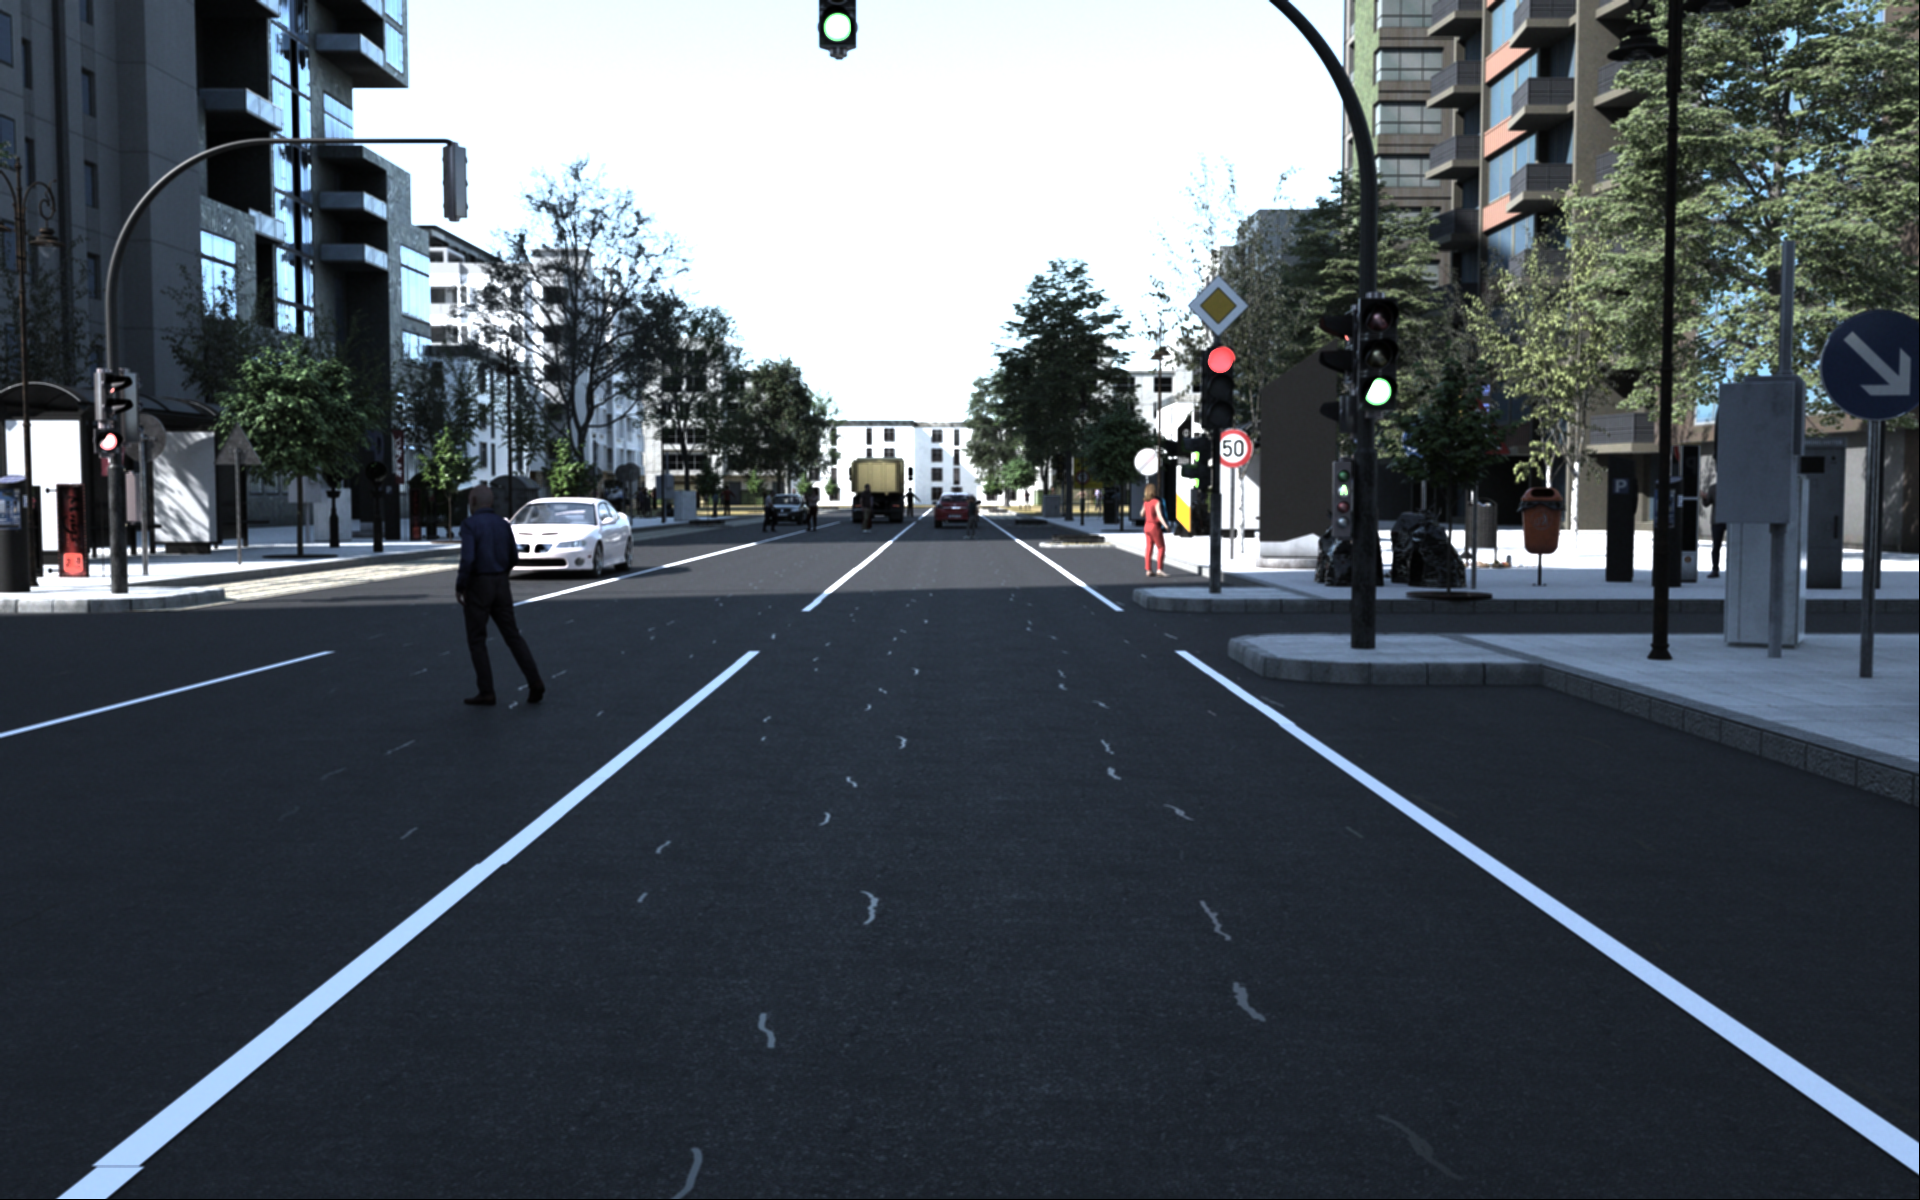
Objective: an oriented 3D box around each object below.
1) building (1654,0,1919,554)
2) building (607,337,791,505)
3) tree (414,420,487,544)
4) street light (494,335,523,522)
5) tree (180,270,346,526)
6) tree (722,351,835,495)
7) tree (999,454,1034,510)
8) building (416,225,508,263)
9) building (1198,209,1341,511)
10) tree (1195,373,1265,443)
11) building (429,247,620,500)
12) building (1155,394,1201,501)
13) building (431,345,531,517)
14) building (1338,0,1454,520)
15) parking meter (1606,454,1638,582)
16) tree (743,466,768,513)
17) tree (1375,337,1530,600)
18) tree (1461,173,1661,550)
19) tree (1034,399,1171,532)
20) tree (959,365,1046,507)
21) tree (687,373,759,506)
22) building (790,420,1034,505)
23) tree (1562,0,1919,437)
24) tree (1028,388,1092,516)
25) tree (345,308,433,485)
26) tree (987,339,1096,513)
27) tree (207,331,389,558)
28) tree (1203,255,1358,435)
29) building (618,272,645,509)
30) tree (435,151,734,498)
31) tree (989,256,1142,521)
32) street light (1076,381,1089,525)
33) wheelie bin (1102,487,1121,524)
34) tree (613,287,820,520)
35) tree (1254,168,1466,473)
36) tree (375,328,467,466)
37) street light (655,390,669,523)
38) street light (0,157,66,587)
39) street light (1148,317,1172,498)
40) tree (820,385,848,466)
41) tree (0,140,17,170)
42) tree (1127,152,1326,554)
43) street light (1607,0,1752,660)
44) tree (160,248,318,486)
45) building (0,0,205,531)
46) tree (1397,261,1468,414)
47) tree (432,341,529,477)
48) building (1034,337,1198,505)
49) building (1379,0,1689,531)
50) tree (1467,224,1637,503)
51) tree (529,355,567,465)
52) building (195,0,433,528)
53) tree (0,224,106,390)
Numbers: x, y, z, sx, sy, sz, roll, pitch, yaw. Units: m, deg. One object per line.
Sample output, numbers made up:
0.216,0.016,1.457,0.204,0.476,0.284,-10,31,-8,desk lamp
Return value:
27.248,-23.979,42.173,14.200,45.320,14.600,0,4,0,building
-35.240,-20.590,203.106,31.486,18.905,16.747,0,4,0,building
-13.449,-3.095,45.205,1.663,3.219,1.824,0,3,0,tree
-13.160,-4.758,50.580,0.468,5.910,1.993,0,4,0,street light
-23.738,-6.577,57.894,4.737,8.622,4.395,0,3,0,tree
-14.588,-13.572,138.914,9.611,12.733,9.660,0,3,0,tree
4.856,-9.649,141.468,4.285,4.588,4.351,0,3,0,tree
-56.069,-18.445,145.544,32.646,21.610,27.936,0,4,0,building
26.796,-15.268,116.096,16.747,18.905,31.486,0,4,0,building
15.211,-8.790,94.073,4.737,8.622,4.395,0,3,0,tree
-35.203,-16.804,131.169,16.016,20.091,11.380,0,4,0,building
22.648,-12.476,146.129,9.099,9.664,28.070,0,4,0,building
-32.219,-10.377,111.817,9.099,9.664,28.070,0,4,0,building
27.052,-24.855,89.979,14.154,41.232,14.086,0,4,0,building
9.689,-1.201,25.343,0.399,1.863,0.255,2,4,28,parking meter
-13.973,-7.567,118.327,1.663,3.219,1.824,0,3,0,tree
6.058,-1.644,21.483,1.663,3.219,1.824,0,3,0,tree
14.058,-5.481,39.974,4.737,8.622,4.395,0,3,0,tree
5.492,-4.639,59.568,4.285,4.588,4.351,0,3,0,tree
4.466,-15.962,167.633,9.857,13.997,8.962,0,3,0,tree
-13.874,-9.089,98.964,4.737,8.622,4.395,0,3,0,tree
-5.356,-15.812,200.668,28.070,9.664,9.099,0,4,0,building
15.046,-6.978,32.221,7.486,12.596,7.792,0,3,0,tree
5.823,-9.283,102.140,4.737,8.622,4.395,0,3,0,tree
-23.998,-7.181,67.770,4.737,8.622,4.395,0,3,0,tree
5.678,-11.676,116.651,9.928,11.665,9.643,0,3,0,tree
-13.354,-3.138,35.016,4.285,4.588,4.351,0,3,0,tree
14.384,-9.049,73.710,9.928,11.665,9.643,0,3,0,tree
-34.086,-18.008,150.849,11.380,20.091,16.016,0,4,0,building
-13.881,-9.332,62.941,12.009,13.543,11.850,0,3,0,tree
4.848,-10.114,83.484,7.486,12.596,7.792,0,3,0,tree
5.032,-6.013,71.101,0.468,5.910,1.993,0,4,0,street light
6.557,-4.089,74.757,0.980,1.594,0.693,1,4,19,wheelie bin
-13.923,-9.882,87.321,9.928,11.665,9.643,0,3,0,tree
13.879,-8.754,61.248,7.486,12.596,7.792,0,3,0,tree
-23.524,-7.683,75.985,4.360,8.622,3.978,0,3,0,tree
-13.199,-6.363,76.830,0.468,5.910,1.993,0,4,0,street light
-12.905,-3.127,23.907,0.468,5.910,1.993,0,4,0,street light
5.166,-4.408,44.851,0.468,5.910,1.993,0,4,0,street light
-14.364,-14.549,163.631,9.928,11.665,9.643,0,3,0,tree
-22.173,-6.543,32.738,9.928,11.665,9.643,0,3,0,tree
5.896,-5.294,36.917,4.360,8.622,3.978,0,3,0,tree
5.448,-2.478,13.305,0.468,5.910,1.993,0,4,0,street light
-22.141,-6.262,52.742,4.360,8.622,3.978,0,3,0,tree
-38.179,-30.959,48.178,21.231,58.520,28.212,0,4,0,building
15.525,-6.277,52.986,4.360,8.622,3.978,0,3,0,tree
-23.597,-8.018,81.453,4.737,8.622,4.395,0,3,0,tree
24.406,-20.590,203.105,31.486,18.905,16.747,0,4,0,building
30.982,-25.283,68.009,22.147,44.769,28.867,0,4,0,building
16.094,-5.906,46.931,4.360,8.622,3.978,0,3,0,tree
-23.120,-8.691,92.460,4.737,8.622,4.395,0,3,0,tree
-37.959,-46.748,77.005,22.319,86.520,31.000,0,4,0,building
-24.687,-5.867,46.295,4.360,8.622,3.978,0,3,0,tree
